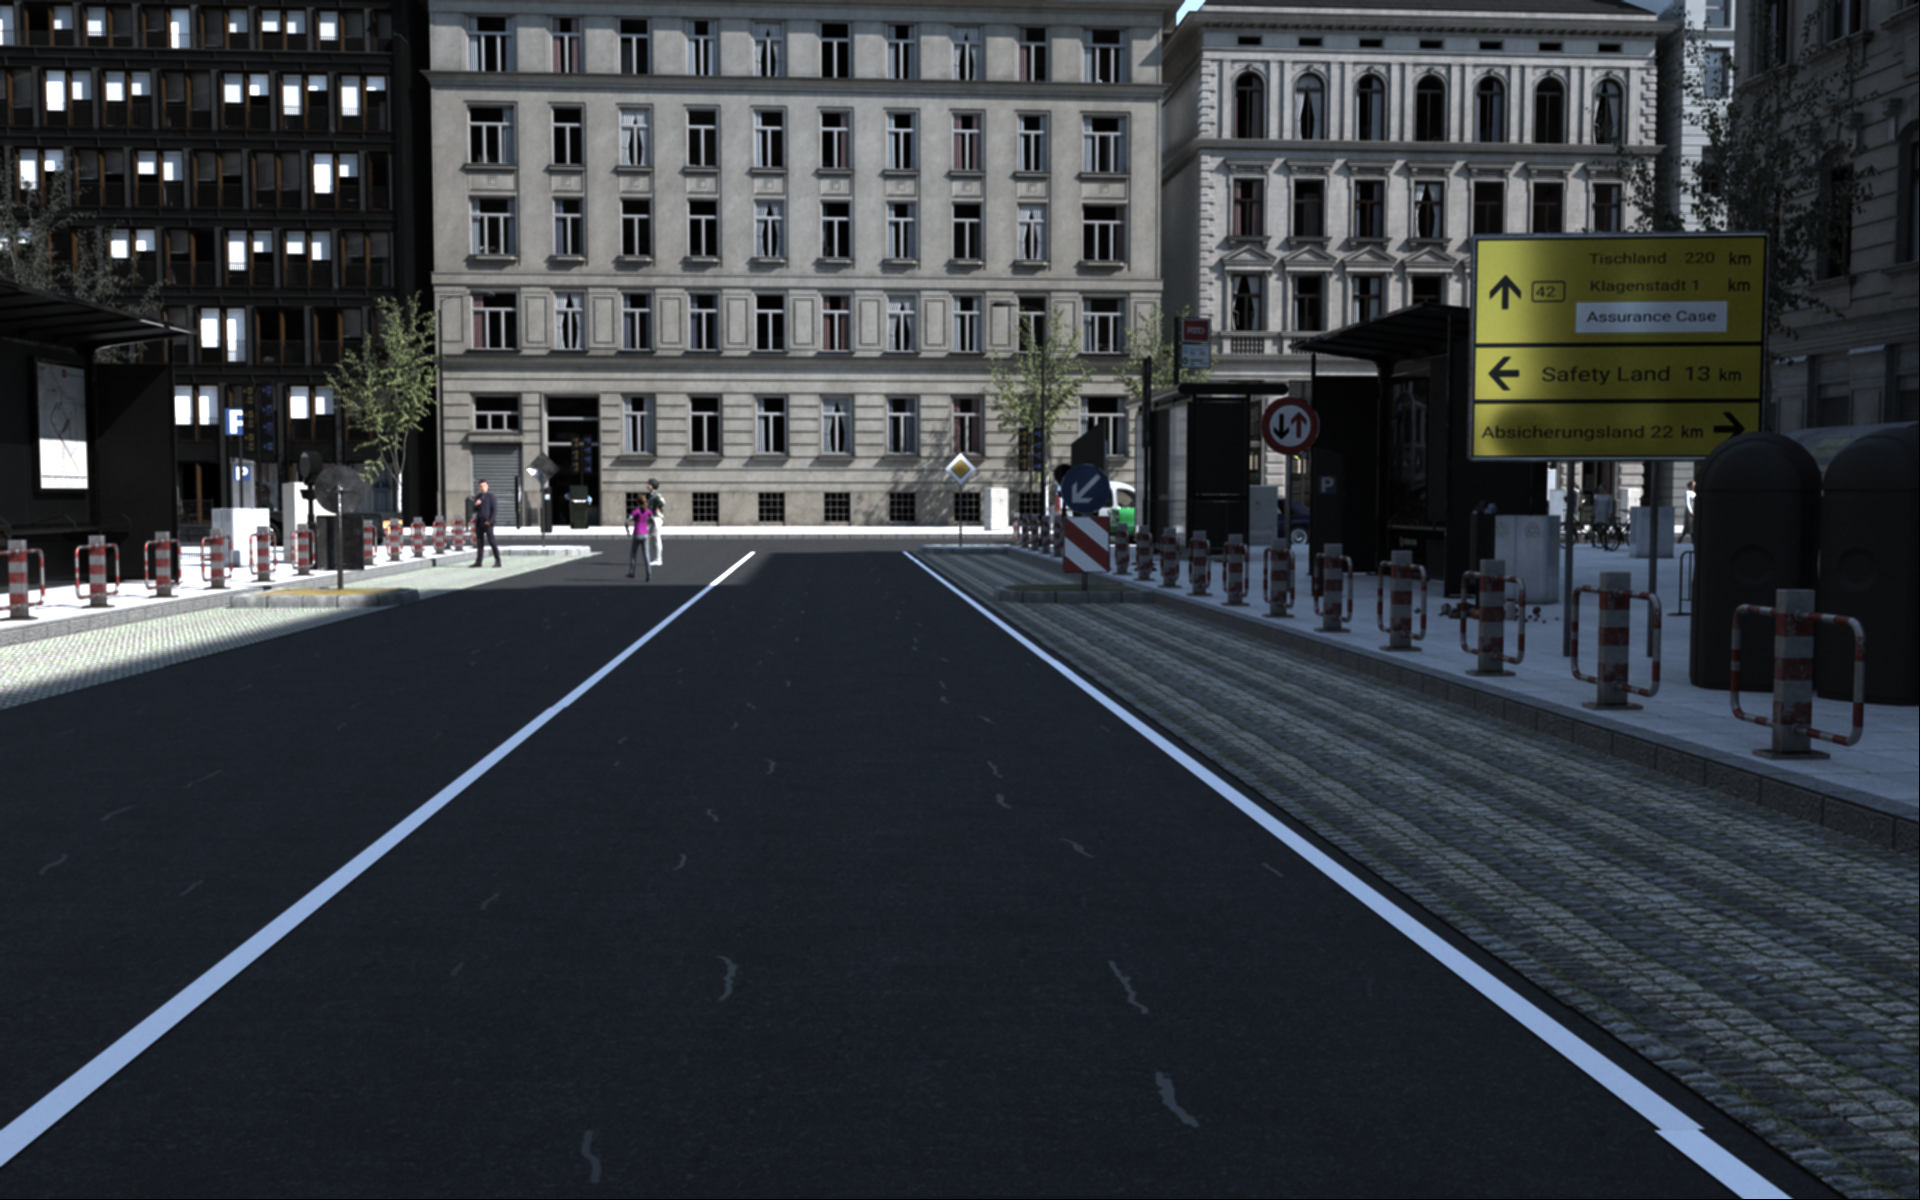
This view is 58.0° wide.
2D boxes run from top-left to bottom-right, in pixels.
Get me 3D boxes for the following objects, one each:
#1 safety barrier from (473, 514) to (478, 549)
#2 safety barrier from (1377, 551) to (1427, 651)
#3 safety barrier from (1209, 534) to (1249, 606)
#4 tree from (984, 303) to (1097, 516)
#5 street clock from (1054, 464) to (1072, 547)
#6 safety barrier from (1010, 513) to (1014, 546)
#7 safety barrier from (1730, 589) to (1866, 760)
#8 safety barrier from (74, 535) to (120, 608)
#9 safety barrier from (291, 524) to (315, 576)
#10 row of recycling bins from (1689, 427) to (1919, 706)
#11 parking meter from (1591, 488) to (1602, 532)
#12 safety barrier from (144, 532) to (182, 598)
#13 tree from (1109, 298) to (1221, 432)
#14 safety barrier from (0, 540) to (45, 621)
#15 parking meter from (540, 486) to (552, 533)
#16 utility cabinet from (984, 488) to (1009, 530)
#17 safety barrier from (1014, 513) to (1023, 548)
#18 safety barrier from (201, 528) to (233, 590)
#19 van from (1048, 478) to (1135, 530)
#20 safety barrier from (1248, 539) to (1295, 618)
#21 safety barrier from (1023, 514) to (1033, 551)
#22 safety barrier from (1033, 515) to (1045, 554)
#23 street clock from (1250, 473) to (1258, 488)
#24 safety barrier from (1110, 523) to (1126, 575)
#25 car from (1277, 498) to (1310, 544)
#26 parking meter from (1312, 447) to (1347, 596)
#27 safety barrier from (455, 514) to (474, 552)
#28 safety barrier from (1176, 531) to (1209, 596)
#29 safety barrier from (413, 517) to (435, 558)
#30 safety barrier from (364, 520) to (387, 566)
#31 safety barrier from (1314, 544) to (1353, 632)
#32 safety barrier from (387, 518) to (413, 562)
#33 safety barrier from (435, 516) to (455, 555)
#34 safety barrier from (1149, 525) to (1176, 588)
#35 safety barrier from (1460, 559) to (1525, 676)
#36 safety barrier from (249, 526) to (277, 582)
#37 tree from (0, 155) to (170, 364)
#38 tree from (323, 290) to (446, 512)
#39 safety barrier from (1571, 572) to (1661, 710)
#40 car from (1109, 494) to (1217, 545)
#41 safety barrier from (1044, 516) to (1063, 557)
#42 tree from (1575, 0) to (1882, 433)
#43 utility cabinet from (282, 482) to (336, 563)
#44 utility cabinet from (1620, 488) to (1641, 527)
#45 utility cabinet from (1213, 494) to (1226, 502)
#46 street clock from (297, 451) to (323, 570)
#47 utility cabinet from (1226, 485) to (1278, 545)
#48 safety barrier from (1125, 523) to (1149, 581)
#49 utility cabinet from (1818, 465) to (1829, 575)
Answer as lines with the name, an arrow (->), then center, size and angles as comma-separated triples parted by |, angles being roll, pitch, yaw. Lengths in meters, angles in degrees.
safety barrier -> -11.334, -1.608, 40.563 | 0.300, 0.817, 1.120 | 0, 4, -4
safety barrier -> 3.614, 0.005, 14.188 | 0.300, 0.817, 1.120 | 0, 4, -4
safety barrier -> 3.172, -0.347, 19.943 | 0.300, 0.817, 1.120 | 0, 4, -4
tree -> 3.061, -7.068, 65.927 | 4.737, 8.622, 4.395 | 0, 3, 0
street clock -> 2.519, -2.283, 41.894 | 0.471, 2.002, 0.358 | 0, 4, -5
safety barrier -> 1.399, -1.752, 42.915 | 0.300, 0.817, 1.120 | 0, 4, -4
safety barrier -> 4.055, 0.358, 8.428 | 0.300, 0.817, 1.120 | 0, 4, -4
safety barrier -> -9.706, -0.319, 19.494 | 0.300, 0.817, 1.120 | 0, 4, -4
safety barrier -> -10.303, -0.789, 27.171 | 0.300, 0.817, 1.120 | 0, 4, -4
row of recycling bins -> 6.175, -0.207, 10.490 | 1.069, 1.692, 3.534 | -3, 5, -41
parking meter -> 21.557, -3.067, 58.551 | 0.372, 1.533, 0.369 | 0, 3, 0
safety barrier -> -9.853, -0.437, 21.416 | 0.300, 0.817, 1.120 | 0, 4, -4
tree -> 7.822, -7.084, 66.190 | 4.737, 8.622, 4.395 | 0, 3, 0
safety barrier -> -9.558, -0.202, 17.580 | 0.300, 0.817, 1.120 | 0, 4, -4
parking meter -> -13.678, -2.987, 57.245 | 0.372, 1.533, 0.369 | 0, 3, 0
utility cabinet -> 1.288, -3.191, 60.853 | 0.318, 1.500, 1.173 | 2, 4, 33
safety barrier -> 1.546, -1.634, 40.998 | 0.300, 0.817, 1.120 | 0, 4, -4
safety barrier -> -10.005, -0.554, 23.327 | 0.300, 0.817, 1.120 | 0, 4, -4
van -> 4.589, -2.653, 50.392 | 4.112, 2.044, 2.013 | 0, 4, -6
safety barrier -> 3.318, -0.230, 18.032 | 0.300, 0.817, 1.120 | 0, 4, -4
safety barrier -> 1.693, -1.517, 39.081 | 0.300, 0.817, 1.120 | 0, 4, -4
safety barrier -> 1.844, -1.400, 37.158 | 0.300, 0.817, 1.120 | 0, 4, -4
street clock -> 10.188, -3.418, 60.447 | 0.358, 2.002, 0.471 | -1, 4, -11
safety barrier -> 2.581, -0.814, 27.588 | 0.300, 0.817, 1.120 | 0, 4, -4
car -> 7.552, -2.055, 46.181 | 3.894, 1.354, 1.945 | 0, 4, -3
parking meter -> 4.636, -0.980, 21.733 | 0.399, 1.863, 0.255 | 1, 4, 20
safety barrier -> -11.187, -1.491, 38.651 | 0.300, 0.817, 1.120 | 0, 4, -4
safety barrier -> 3.022, -0.464, 21.854 | 0.300, 0.817, 1.120 | 0, 4, -4
safety barrier -> -10.895, -1.257, 34.824 | 0.300, 0.817, 1.120 | 0, 4, -4
safety barrier -> -10.596, -1.023, 31.000 | 0.300, 0.817, 1.120 | 0, 4, -4
safety barrier -> 3.468, -0.113, 16.115 | 0.300, 0.817, 1.120 | 0, 4, -4
safety barrier -> -10.743, -1.140, 32.912 | 0.300, 0.817, 1.120 | 0, 4, -4
safety barrier -> -11.040, -1.374, 36.740 | 0.300, 0.817, 1.120 | 0, 4, -4
safety barrier -> 2.877, -0.580, 23.766 | 0.300, 0.817, 1.120 | 0, 4, -4
safety barrier -> 3.762, 0.123, 12.260 | 0.300, 0.817, 1.120 | 0, 4, -4
safety barrier -> -10.153, -0.671, 25.241 | 0.300, 0.817, 1.120 | 0, 4, -4
tree -> -19.788, -5.335, 37.592 | 4.360, 8.622, 3.978 | 0, 3, 0
tree -> -20.439, -6.861, 62.547 | 4.737, 8.622, 4.395 | 0, 3, 0
safety barrier -> 3.906, 0.240, 10.349 | 0.300, 0.817, 1.120 | 0, 4, -4
car -> 6.398, -2.401, 48.061 | 4.718, 1.807, 1.959 | 0, 4, -5
safety barrier -> 1.990, -1.282, 35.240 | 0.300, 0.817, 1.120 | 0, 4, -4
tree -> 11.376, -4.585, 25.324 | 4.360, 8.622, 3.978 | 0, 3, 0
utility cabinet -> -12.088, -1.443, 32.270 | 0.318, 1.500, 1.173 | 1, 4, 22
utility cabinet -> 25.869, -3.553, 66.775 | 0.318, 1.500, 1.173 | 3, 5, 44
utility cabinet -> 9.401, -3.290, 62.466 | 0.318, 1.500, 1.173 | 1, 4, 21
street clock -> -10.972, -1.511, 29.278 | 0.471, 2.002, 0.358 | 3, 5, 42
utility cabinet -> 7.222, -2.081, 42.698 | 1.173, 1.500, 0.318 | 0, 4, 3
safety barrier -> 2.730, -0.697, 25.677 | 0.300, 0.817, 1.120 | 0, 4, -4
utility cabinet -> 6.634, -0.292, 13.459 | 0.318, 1.500, 1.173 | -1, 4, -20
